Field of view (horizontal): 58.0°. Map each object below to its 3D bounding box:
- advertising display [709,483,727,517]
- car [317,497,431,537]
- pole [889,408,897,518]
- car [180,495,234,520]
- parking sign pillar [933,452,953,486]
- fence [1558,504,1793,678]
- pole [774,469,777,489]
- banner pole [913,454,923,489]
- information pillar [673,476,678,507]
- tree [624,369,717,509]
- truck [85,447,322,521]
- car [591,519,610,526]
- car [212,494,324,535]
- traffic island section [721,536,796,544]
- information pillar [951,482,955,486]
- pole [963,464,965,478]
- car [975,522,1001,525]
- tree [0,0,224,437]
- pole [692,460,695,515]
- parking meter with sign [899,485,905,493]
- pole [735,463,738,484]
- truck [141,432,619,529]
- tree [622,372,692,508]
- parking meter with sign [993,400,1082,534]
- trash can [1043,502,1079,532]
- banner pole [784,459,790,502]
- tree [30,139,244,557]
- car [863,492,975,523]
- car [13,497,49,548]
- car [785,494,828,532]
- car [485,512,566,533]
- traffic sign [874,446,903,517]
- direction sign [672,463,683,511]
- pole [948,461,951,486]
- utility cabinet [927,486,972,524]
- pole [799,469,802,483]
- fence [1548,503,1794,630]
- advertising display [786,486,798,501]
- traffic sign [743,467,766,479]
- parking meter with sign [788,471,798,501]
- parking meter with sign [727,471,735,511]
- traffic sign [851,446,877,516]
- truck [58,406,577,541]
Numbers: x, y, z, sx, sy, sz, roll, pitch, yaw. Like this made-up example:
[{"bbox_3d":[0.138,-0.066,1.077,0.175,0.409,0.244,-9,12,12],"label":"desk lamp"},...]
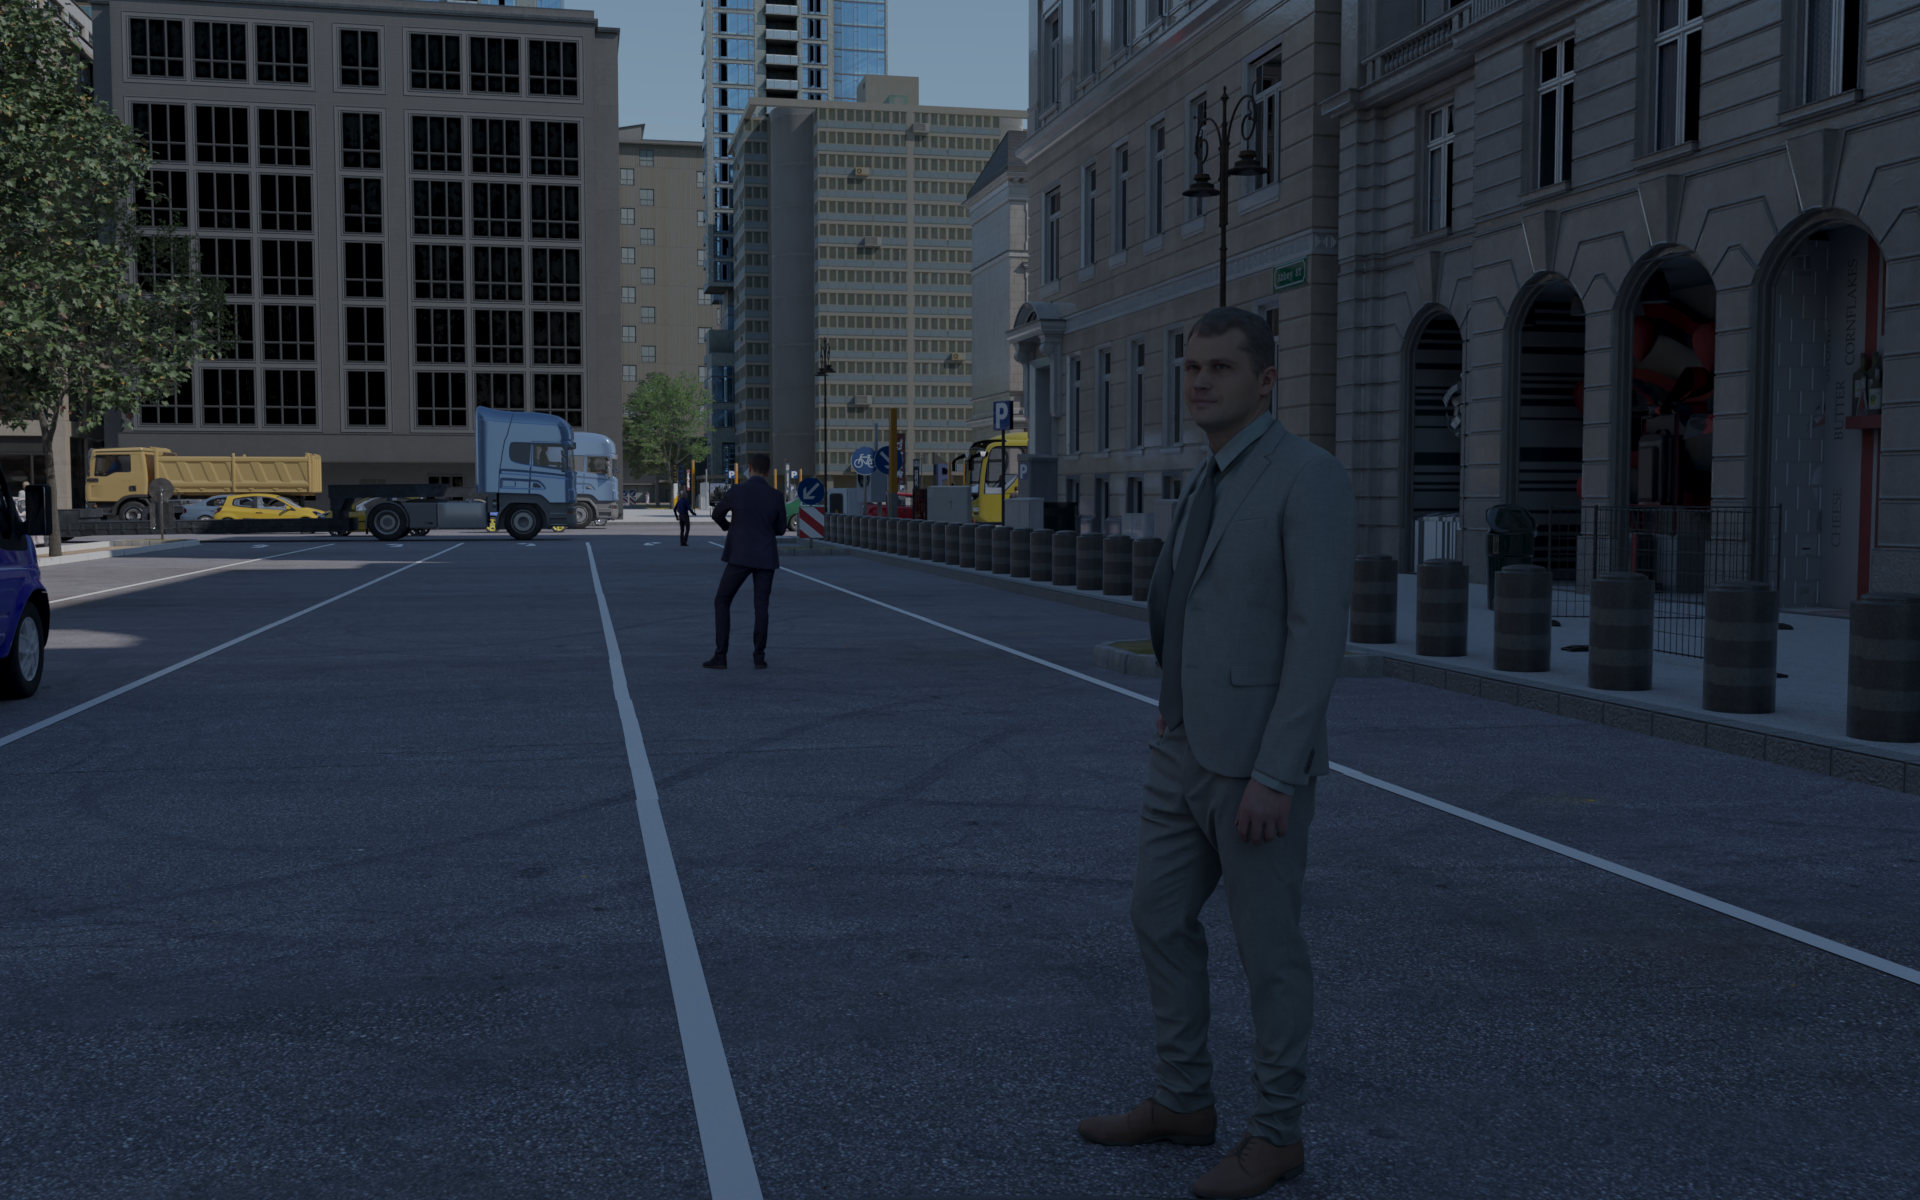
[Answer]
[{"bbox_3d":[-13.597,-5.625,97.186,0.974,1.923,0.123,-1,4,-19],"label":"advertising display"},{"bbox_3d":[-19.901,-2.988,59.085,3.980,1.641,2.015,-1,4,-11],"label":"car"},{"bbox_3d":[-1.591,-2.896,41.192,0.158,3.312,0.155,0,3,0],"label":"pole"},{"bbox_3d":[-27.282,-3.308,66.090,4.499,1.417,2.014,-1,4,-13],"label":"car"},{"bbox_3d":[-1.083,-7.507,111.210,1.447,3.967,1.447,-3,4,-36],"label":"parking sign pillar"},{"bbox_3d":[5.356,-0.117,13.117,0.480,1.192,2.264,-1,4,-9],"label":"fence"},{"bbox_3d":[-15.056,-9.014,141.218,0.158,3.312,0.155,0,3,0],"label":"pole"},{"bbox_3d":[-2.600,-7.252,108.594,0.863,3.779,0.401,2,4,29],"label":"banner pole"},{"bbox_3d":[-22.554,-8.931,137.370,0.183,3.616,0.504,2,4,30],"label":"information pillar"},{"bbox_3d":[-24.213,-13.414,145.074,9.928,11.665,9.643,0,3,0],"label":"tree"},{"bbox_3d":[-32.026,-4.681,72.451,9.791,3.379,3.469,-1,4,-13],"label":"truck"},{"bbox_3d":[-17.474,-3.988,77.788,3.894,1.354,1.945,-1,4,-11],"label":"car"},{"bbox_3d":[-24.649,-3.175,62.142,3.980,1.641,2.015,-1,4,-14],"label":"car"},{"bbox_3d":[-6.029,-1.785,51.473,2.009,0.180,2.903,-1,4,-12],"label":"traffic island section"},{"bbox_3d":[-0.492,-6.356,108.418,0.304,2.012,0.304,0,4,-1],"label":"information pillar"},{"bbox_3d":[0.327,-7.639,118.737,0.158,3.312,0.155,0,3,0],"label":"pole"},{"bbox_3d":[1.030,-3.691,72.348,4.499,1.417,2.014,-1,4,-11],"label":"car"},{"bbox_3d":[-18.331,-6.757,29.949,9.611,12.733,9.660,0,3,0],"label":"tree"},{"bbox_3d":[-15.985,-6.727,103.832,0.158,3.312,0.155,0,3,0],"label":"pole"},{"bbox_3d":[-3.803,-7.125,112.749,0.543,3.016,1.738,0,4,-1],"label":"parking meter with sign"},{"bbox_3d":[-14.805,-7.389,114.654,0.158,3.312,0.155,0,3,0],"label":"pole"},{"bbox_3d":[-22.670,-4.902,69.909,18.799,4.110,2.967,-1,4,-13],"label":"truck"},{"bbox_3d":[-28.508,-14.838,160.720,7.486,12.596,7.792,0,3,0],"label":"tree"},{"bbox_3d":[1.502,-2.242,32.924,1.738,3.016,0.543,-2,4,-33],"label":"parking meter with sign"},{"bbox_3d":[1.801,-1.221,31.614,0.748,1.137,0.748,0,3,0],"label":"trash can"},{"bbox_3d":[-12.359,-8.167,123.542,0.401,3.779,0.863,2,4,24],"label":"banner pole"},{"bbox_3d":[-20.616,-6.271,39.403,8.767,10.594,7.601,-1,4,-12],"label":"tree"},{"bbox_3d":[-1.687,-2.995,58.002,4.494,1.783,2.155,-1,4,-14],"label":"car"},{"bbox_3d":[-24.091,-1.882,43.141,2.083,1.381,4.827,-1,4,-14],"label":"car"},{"bbox_3d":[-5.012,-3.382,67.095,4.920,1.459,2.131,-1,4,-13],"label":"car"},{"bbox_3d":[-16.337,-3.376,64.787,3.694,1.707,1.945,-1,4,-13],"label":"car"},{"bbox_3d":[-1.889,-2.792,45.748,0.768,2.556,0.104,-1,4,-10],"label":"traffic sign"},{"bbox_3d":[-20.797,-8.303,127.753,0.876,3.537,0.379,1,4,19],"label":"direction sign"},{"bbox_3d":[-0.655,-6.950,107.469,0.158,3.312,0.155,0,3,0],"label":"pole"},{"bbox_3d":[-0.285,-2.307,46.390,1.173,1.500,0.318,2,4,24],"label":"utility cabinet"},{"bbox_3d":[-12.933,-8.964,140.410,0.158,3.312,0.155,0,3,0],"label":"pole"},{"bbox_3d":[6.797,-0.339,16.750,2.264,1.192,0.480,1,4,11],"label":"fence"},{"bbox_3d":[-14.064,-8.482,143.887,0.974,1.923,0.123,2,4,32],"label":"advertising display"},{"bbox_3d":[-6.051,-2.920,51.391,0.795,2.450,0.064,-1,4,-12],"label":"traffic sign"},{"bbox_3d":[-12.710,-8.250,131.143,0.543,3.016,1.738,-1,4,-16],"label":"parking meter with sign"},{"bbox_3d":[-17.303,-8.217,130.607,0.543,3.016,1.738,-1,4,-14],"label":"parking meter with sign"},{"bbox_3d":[-2.542,-2.834,46.450,0.768,2.556,0.104,0,4,-5],"label":"traffic sign"},{"bbox_3d":[-20.532,-3.842,52.579,18.799,4.110,2.967,-1,4,-13],"label":"truck"}]
